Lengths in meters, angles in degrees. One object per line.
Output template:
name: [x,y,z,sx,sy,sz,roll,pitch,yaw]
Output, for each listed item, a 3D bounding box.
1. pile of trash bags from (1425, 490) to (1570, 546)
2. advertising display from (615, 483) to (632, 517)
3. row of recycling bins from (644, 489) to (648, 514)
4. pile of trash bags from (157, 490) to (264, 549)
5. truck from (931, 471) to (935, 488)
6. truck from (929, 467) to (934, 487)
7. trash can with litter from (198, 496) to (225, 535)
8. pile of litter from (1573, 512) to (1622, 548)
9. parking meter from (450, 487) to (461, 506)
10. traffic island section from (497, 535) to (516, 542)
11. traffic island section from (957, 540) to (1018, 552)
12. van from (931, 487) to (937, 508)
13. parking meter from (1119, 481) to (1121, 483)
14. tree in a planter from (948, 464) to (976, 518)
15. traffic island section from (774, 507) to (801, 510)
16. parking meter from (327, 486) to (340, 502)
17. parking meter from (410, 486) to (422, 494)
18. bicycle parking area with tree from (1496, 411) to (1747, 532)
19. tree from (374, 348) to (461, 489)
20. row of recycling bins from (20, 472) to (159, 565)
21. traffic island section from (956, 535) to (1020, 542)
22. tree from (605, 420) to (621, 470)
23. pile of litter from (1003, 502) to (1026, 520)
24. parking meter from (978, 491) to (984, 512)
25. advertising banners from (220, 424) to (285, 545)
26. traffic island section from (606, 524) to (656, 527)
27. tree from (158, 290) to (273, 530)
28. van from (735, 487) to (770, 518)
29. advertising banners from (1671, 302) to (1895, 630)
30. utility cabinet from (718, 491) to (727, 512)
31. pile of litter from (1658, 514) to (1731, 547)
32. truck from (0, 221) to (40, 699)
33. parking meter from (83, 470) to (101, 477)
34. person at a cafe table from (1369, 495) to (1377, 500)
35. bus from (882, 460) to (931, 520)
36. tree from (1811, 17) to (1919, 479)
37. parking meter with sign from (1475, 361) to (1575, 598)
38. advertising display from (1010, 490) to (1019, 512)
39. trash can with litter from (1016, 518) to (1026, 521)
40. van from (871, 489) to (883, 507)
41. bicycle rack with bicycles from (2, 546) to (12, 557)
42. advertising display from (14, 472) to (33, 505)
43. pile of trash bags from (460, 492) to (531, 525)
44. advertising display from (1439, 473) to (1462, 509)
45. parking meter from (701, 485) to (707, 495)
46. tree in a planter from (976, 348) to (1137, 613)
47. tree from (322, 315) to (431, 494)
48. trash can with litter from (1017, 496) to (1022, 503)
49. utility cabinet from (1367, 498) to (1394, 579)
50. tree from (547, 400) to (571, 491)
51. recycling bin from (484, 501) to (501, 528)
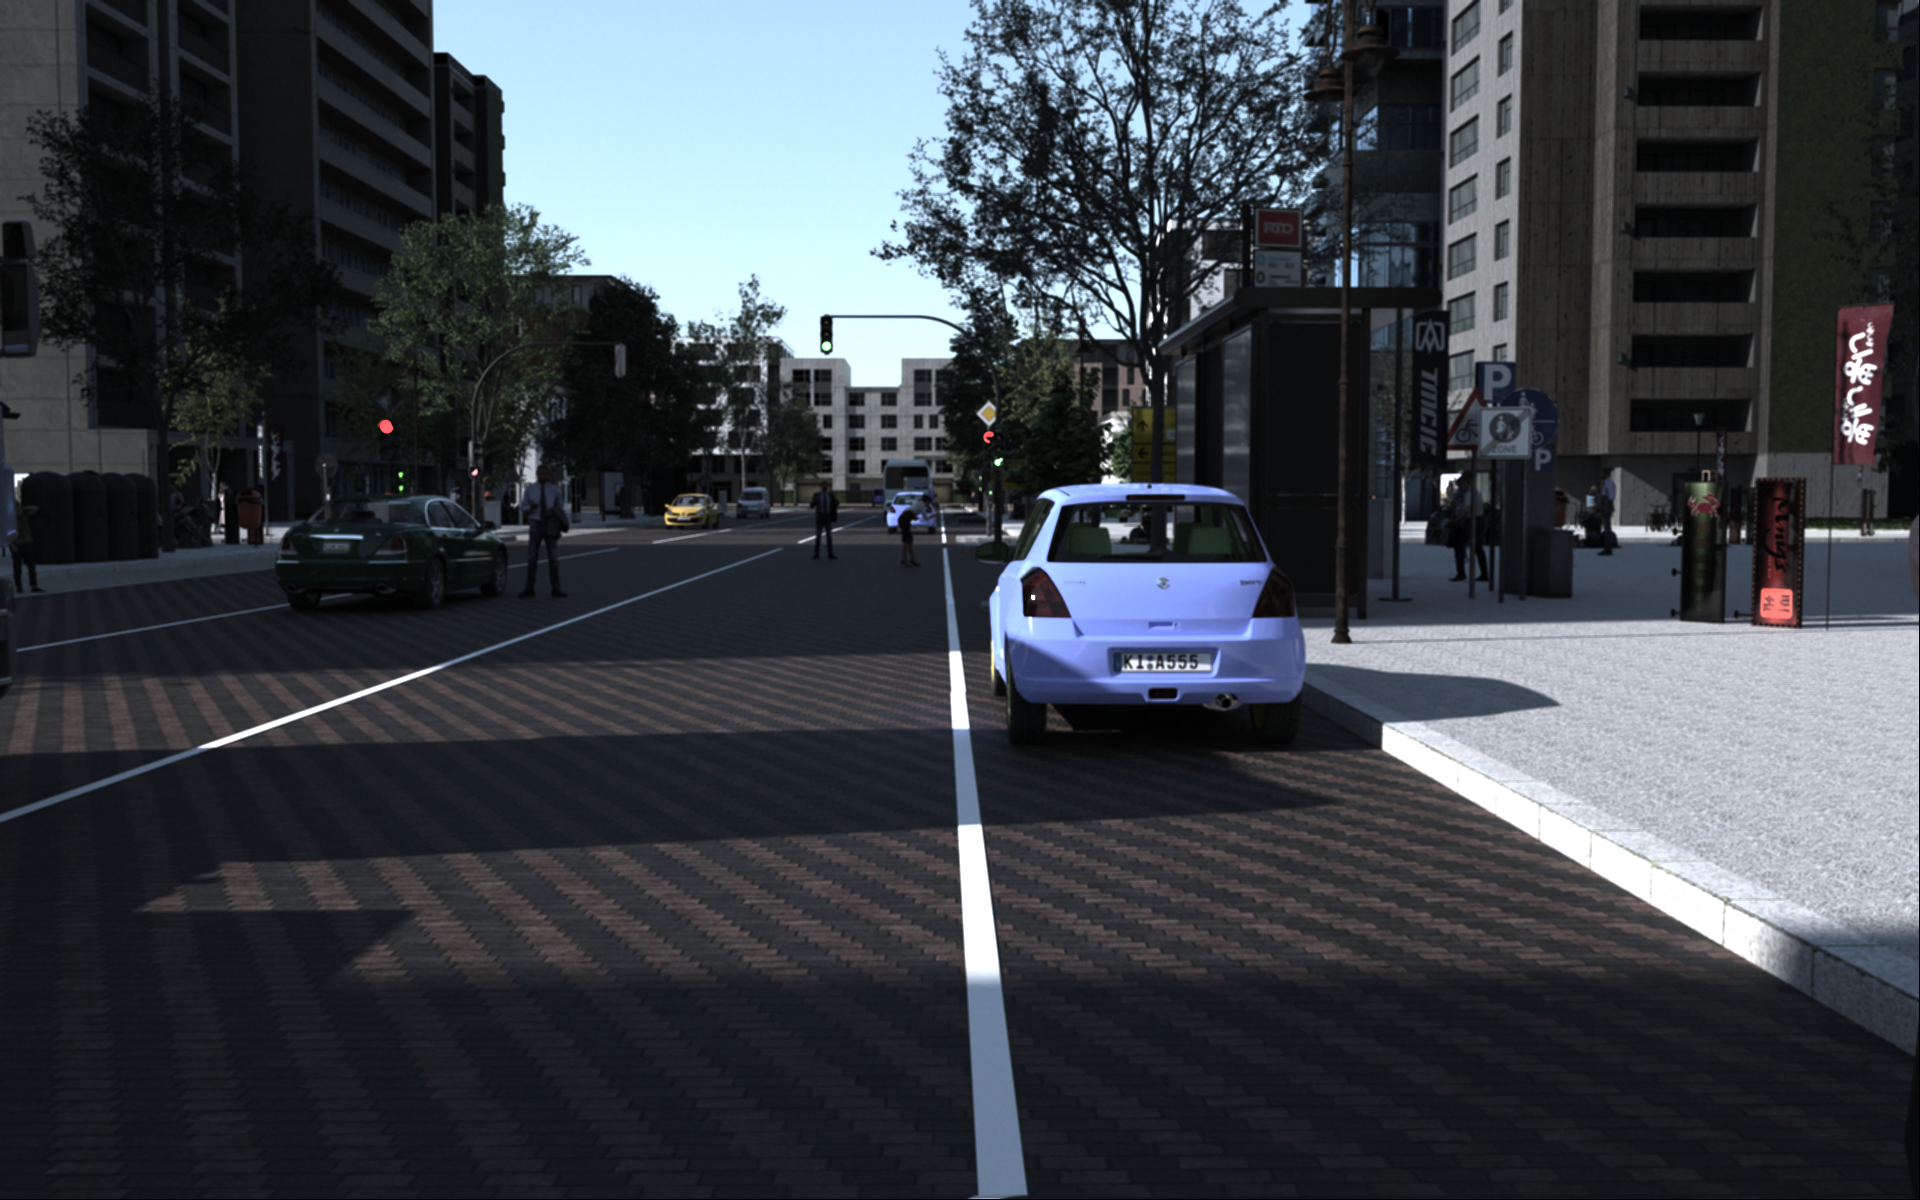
pile of trash bags: [13.500,-2.064,43.502,3.447,1.369,1.912,0,4,7]
advertising display: [-19.019,-5.668,97.878,0.974,1.923,0.123,-1,4,-14]
row of recycling bins: [-19.759,-6.577,114.645,1.069,1.692,3.534,1,4,21]
pile of trash bags: [-18.333,-1.939,41.457,3.447,1.369,1.912,0,4,5]
truck: [-4.314,-12.177,188.856,2.967,4.110,18.799,0,3,0]
truck: [-3.857,-10.746,165.452,2.967,4.110,18.799,0,4,-2]
trash can with litter: [-24.167,-2.665,54.625,2.233,1.210,1.678,-2,4,-35]
pile of litter: [14.957,-1.674,41.336,1.719,0.858,1.176,0,4,8]
parking meter: [-18.907,-3.455,64.901,0.372,1.533,0.369,0,3,0]
traffic island section: [-14.565,-1.823,52.083,2.009,0.180,2.903,0,4,-1]
traffic island section: [0.989,-1.345,44.273,2.009,0.180,2.903,0,4,-1]
van: [-3.134,-8.743,147.330,2.240,2.365,5.245,0,4,1]
parking meter: [7.388,-4.423,78.030,0.399,1.863,0.255,1,4,13]
tree in a planter: [0.290,-6.540,104.156,1.991,3.239,1.994,0,4,-1]
traffic island section: [-15.425,-8.021,154.012,1.991,0.108,1.994,0,4,-1]
parking meter: [-19.020,-2.703,52.606,0.372,1.533,0.369,0,3,0]
parking meter: [-17.457,-2.887,55.619,0.372,1.533,0.369,0,3,0]
bicycle parking area with tree: [23.749,-4.587,61.992,9.016,4.147,8.231,-3,5,-40]
tree: [-27.258,-8.348,86.859,4.360,8.622,3.978,0,3,0]
row of recycling bins: [-16.523,-1.590,33.102,1.069,1.692,3.534,0,4,7]
traffic island section: [0.896,-1.833,52.257,2.009,0.180,2.903,0,4,-1]
tree: [-25.740,-10.016,114.117,4.737,8.622,4.395,0,3,0]
pile of litter: [2.983,-4.487,87.321,1.719,0.858,1.176,2,4,32]
parking meter: [1.535,-7.233,126.670,0.372,1.533,0.369,0,3,0]
advertising banners: [-17.858,-2.910,43.766,2.074,3.025,0.090,1,4,21]
traffic island section: [-14.523,-3.295,76.736,1.991,0.108,1.994,0,4,-1]
tree: [-26.444,-6.780,61.220,4.737,8.622,4.395,0,3,0]
van: [-12.297,-5.878,103.109,2.013,2.044,4.112,0,4,0]
advertising banners: [7.860,-1.251,16.647,0.090,3.025,2.074,-3,4,-38]
utility cabinet: [-17.107,-7.101,124.784,0.318,1.500,1.173,-2,4,-24]
pile of litter: [18.095,-1.754,42.650,1.176,0.858,1.719,-2,4,-26]
truck: [-5.795,-0.644,0.283,2.967,4.110,18.799,0,4,-2]
parking meter: [-21.439,-2.271,42.842,0.255,1.863,0.399,1,4,10]
person at a cafe table: [31.067,-7.123,127.316,1.698,1.238,1.726,0,4,7]
bus: [-3.041,-6.373,99.054,2.948,3.499,13.247,0,4,-2]
tree: [14.424,-4.579,25.234,4.360,8.622,3.978,0,3,0]
parking meter with sign: [7.231,-1.580,22.090,0.543,3.016,1.738,-1,4,-12]
advertising display: [4.121,-7.415,126.453,0.974,1.923,0.123,1,4,11]
trash can with litter: [3.796,-4.400,83.000,2.233,1.210,1.678,0,4,7]
van: [-8.941,-11.660,195.032,2.240,2.365,5.245,0,4,-3]
bicycle rack with bicycles: [-18.771,-1.384,36.003,2.852,0.926,2.925,0,4,-2]
advertising display: [-27.995,-2.844,51.715,0.974,1.923,0.123,2,4,27]
pile of trash bags: [-19.299,-3.851,72.710,3.447,1.369,1.912,1,4,22]
advertising display: [14.834,-2.871,52.150,0.123,1.923,0.974,-2,4,-31]
parking meter: [-17.256,-6.801,116.900,0.399,1.863,0.255,3,5,43]
tree in a planter: [1.250,-1.474,21.323,1.991,3.239,1.994,0,4,-1]
tree: [-24.571,-7.444,72.079,4.737,8.622,4.395,0,3,0]
trash can with litter: [4.242,-6.421,116.368,0.624,1.170,1.055,-1,4,-19]
utility cabinet: [6.442,-0.940,26.531,0.306,1.237,1.020,2,4,26]
tree: [-29.162,-10.645,124.405,4.360,8.622,3.978,0,3,0]
recycling bin: [-17.647,-3.198,64.848,0.722,1.027,0.722,-2,4,-34]
